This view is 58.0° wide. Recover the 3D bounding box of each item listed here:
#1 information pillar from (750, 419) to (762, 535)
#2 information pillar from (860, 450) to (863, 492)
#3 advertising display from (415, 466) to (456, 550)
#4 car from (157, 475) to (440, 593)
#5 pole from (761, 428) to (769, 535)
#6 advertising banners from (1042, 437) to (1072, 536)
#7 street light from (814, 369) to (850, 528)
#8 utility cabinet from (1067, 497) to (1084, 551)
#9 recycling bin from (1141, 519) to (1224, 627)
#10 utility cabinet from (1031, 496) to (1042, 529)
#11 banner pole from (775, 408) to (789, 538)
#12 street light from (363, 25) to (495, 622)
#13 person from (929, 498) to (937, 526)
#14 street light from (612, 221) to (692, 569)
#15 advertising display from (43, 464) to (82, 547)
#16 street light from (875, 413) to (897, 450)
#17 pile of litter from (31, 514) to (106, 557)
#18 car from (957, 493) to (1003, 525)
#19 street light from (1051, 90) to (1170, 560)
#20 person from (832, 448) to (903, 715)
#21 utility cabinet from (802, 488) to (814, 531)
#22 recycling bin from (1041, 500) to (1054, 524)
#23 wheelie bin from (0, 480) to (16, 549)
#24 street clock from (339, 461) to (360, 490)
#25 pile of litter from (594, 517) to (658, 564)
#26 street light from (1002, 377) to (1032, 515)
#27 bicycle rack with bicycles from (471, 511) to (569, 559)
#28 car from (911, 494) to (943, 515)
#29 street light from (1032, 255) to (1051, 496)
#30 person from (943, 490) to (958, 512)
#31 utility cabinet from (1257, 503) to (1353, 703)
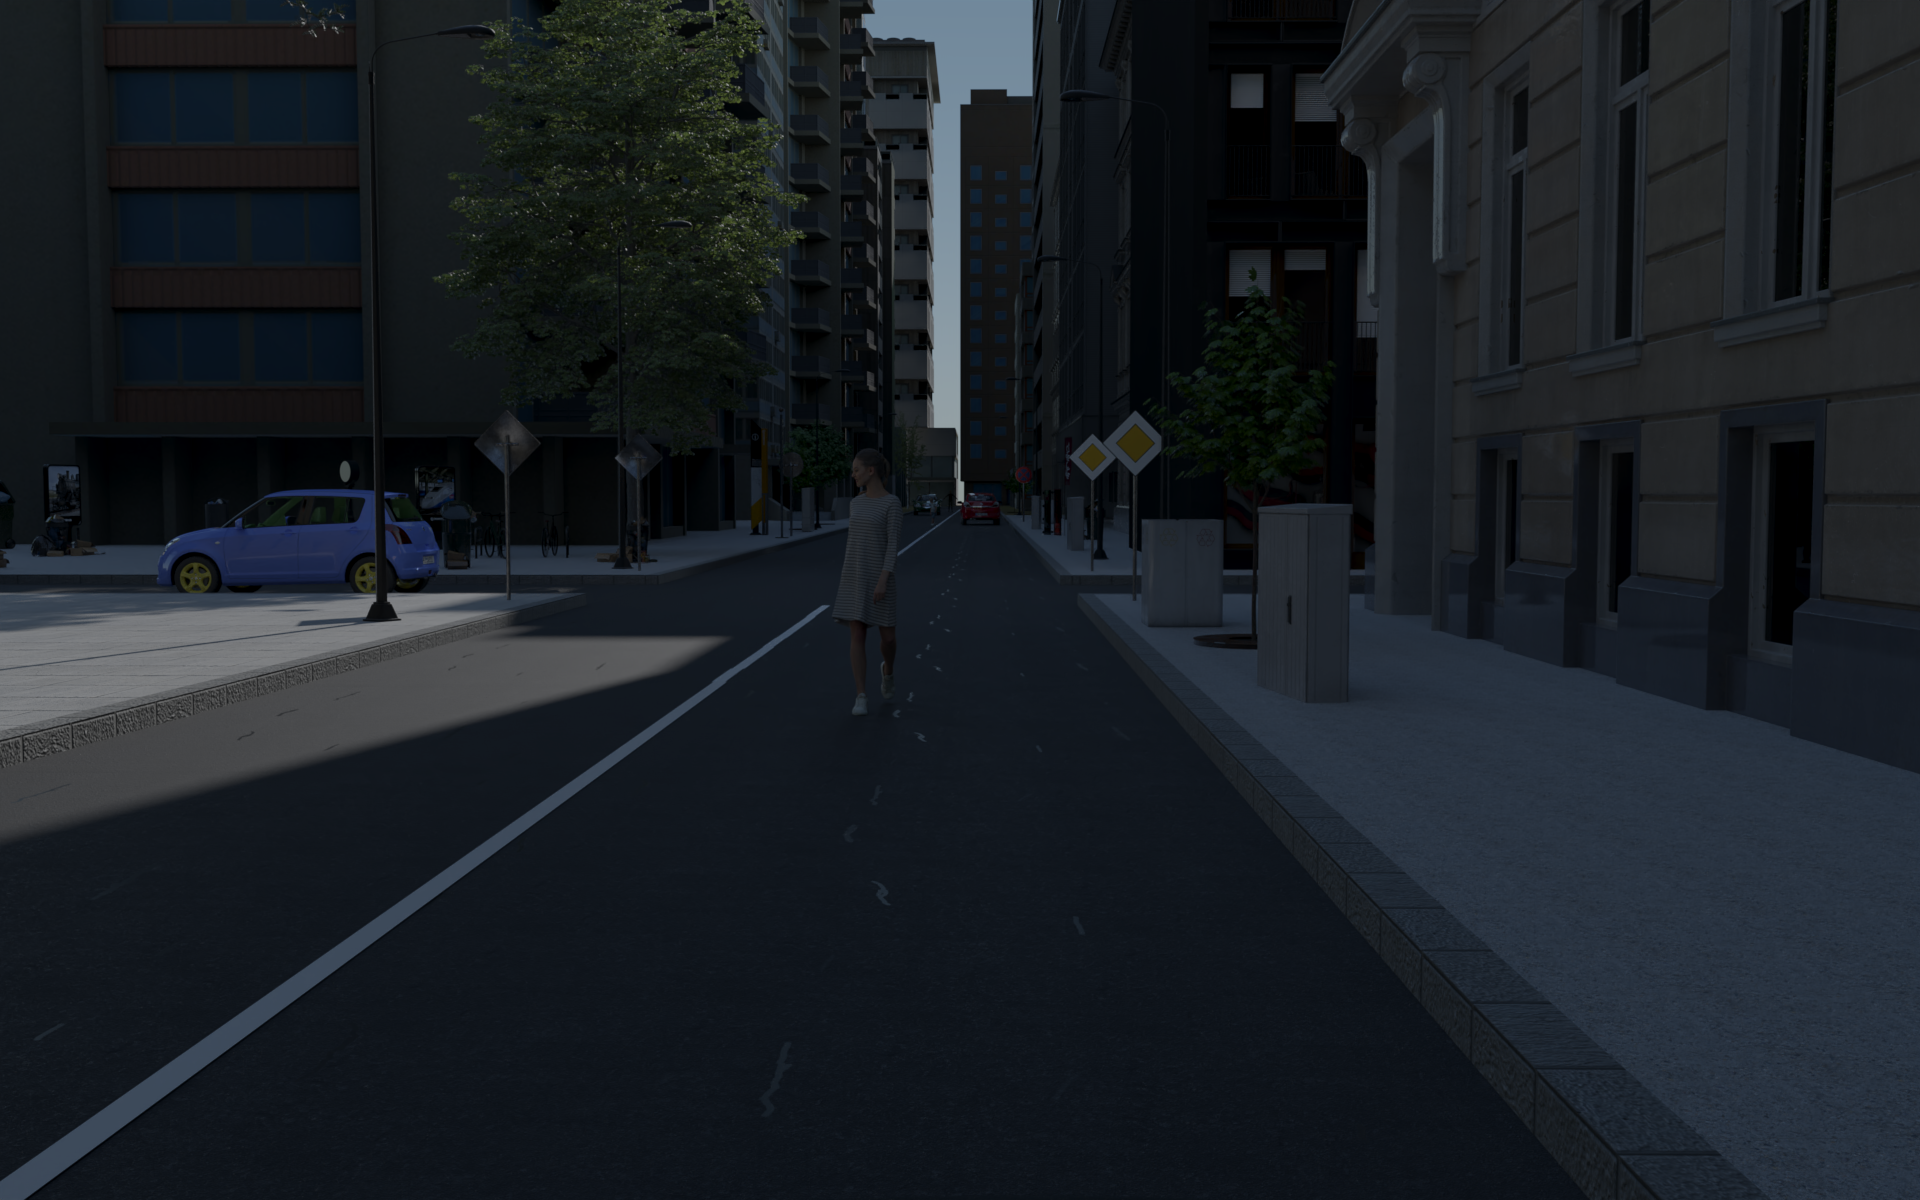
[{"bbox_3d":[-6.324,-3.843,54.189,0.504,3.616,0.183,-1,4,-20],"label":"information pillar"},{"bbox_3d":[-5.199,-6.115,91.333,0.183,3.616,0.504,0,4,2],"label":"information pillar"},{"bbox_3d":[-12.042,-2.116,39.809,0.123,1.923,0.974,3,5,41],"label":"advertising display"},{"bbox_3d":[-9.228,-0.893,24.186,3.694,1.707,1.945,0,4,0],"label":"car"},{"bbox_3d":[-6.071,-3.673,53.889,0.158,3.312,0.155,0,3,0],"label":"pole"},{"bbox_3d":[3.024,-3.521,53.758,0.090,3.025,2.074,-1,4,-22],"label":"advertising banners"},{"bbox_3d":[-4.787,-5.628,64.563,1.470,5.913,1.316,0,4,1],"label":"street light"},{"bbox_3d":[2.630,-1.738,39.581,0.306,1.237,1.020,0,4,-2],"label":"utility cabinet"},{"bbox_3d":[2.174,-0.271,16.989,0.722,1.027,0.722,0,3,0],"label":"recycling bin"},{"bbox_3d":[2.818,-3.206,63.577,0.306,1.237,1.020,0,4,8],"label":"utility cabinet"},{"bbox_3d":[-5.186,-3.702,50.550,0.401,3.779,0.863,0,4,-1],"label":"banner pole"},{"bbox_3d":[-5.308,-2.740,17.334,1.470,5.913,1.316,0,4,1],"label":"street light"},{"bbox_3d":[-1.220,-4.003,78.628,0.352,1.250,0.332,0,4,-7],"label":"person"},{"bbox_3d":[-5.259,-3.489,29.583,1.470,5.913,1.316,0,4,1],"label":"street light"},{"bbox_3d":[-19.541,-1.989,37.727,0.123,1.923,0.974,1,4,14],"label":"advertising display"},{"bbox_3d":[-4.314,-7.756,99.357,1.470,5.913,1.316,0,4,1],"label":"street light"},{"bbox_3d":[-18.593,-1.356,36.132,1.176,0.858,1.719,2,4,29],"label":"pile of litter"},{"bbox_3d":[0.944,-4.420,81.315,2.155,1.783,4.494,0,4,-1],"label":"car"},{"bbox_3d":[1.845,-2.908,20.085,1.470,5.913,1.316,0,4,1],"label":"street light"},{"bbox_3d":[-0.596,-0.138,11.511,0.466,1.731,0.760,0,4,4],"label":"person"},{"bbox_3d":[-5.194,-3.084,59.095,0.318,1.500,1.173,0,4,2],"label":"utility cabinet"},{"bbox_3d":[3.764,-3.822,75.051,0.722,1.027,0.722,1,4,11],"label":"recycling bin"},{"bbox_3d":[-22.460,-1.981,40.302,0.980,1.594,0.693,1,4,23],"label":"wheelie bin"},{"bbox_3d":[-13.201,-2.014,37.501,0.471,2.002,0.358,3,5,41],"label":"street clock"},{"bbox_3d":[-6.313,-1.146,32.701,1.176,0.858,1.719,-1,4,-10],"label":"pile of litter"},{"bbox_3d":[2.519,-5.906,69.097,1.470,5.913,1.316,0,4,1],"label":"street light"},{"bbox_3d":[-9.032,-1.337,35.244,2.852,0.926,2.925,-1,4,-11],"label":"bicycle rack with bicycles"},{"bbox_3d":[-2.243,-6.519,118.388,2.131,1.459,4.920,0,4,0],"label":"car"},{"bbox_3d":[2.207,-3.750,33.850,1.470,5.913,1.316,0,4,1],"label":"street light"},{"bbox_3d":[-0.754,-7.930,138.672,1.217,1.766,0.721,0,4,4],"label":"person"},{"bbox_3d":[2.186,0.003,11.109,0.306,1.237,1.020,0,4,-7],"label":"utility cabinet"}]
